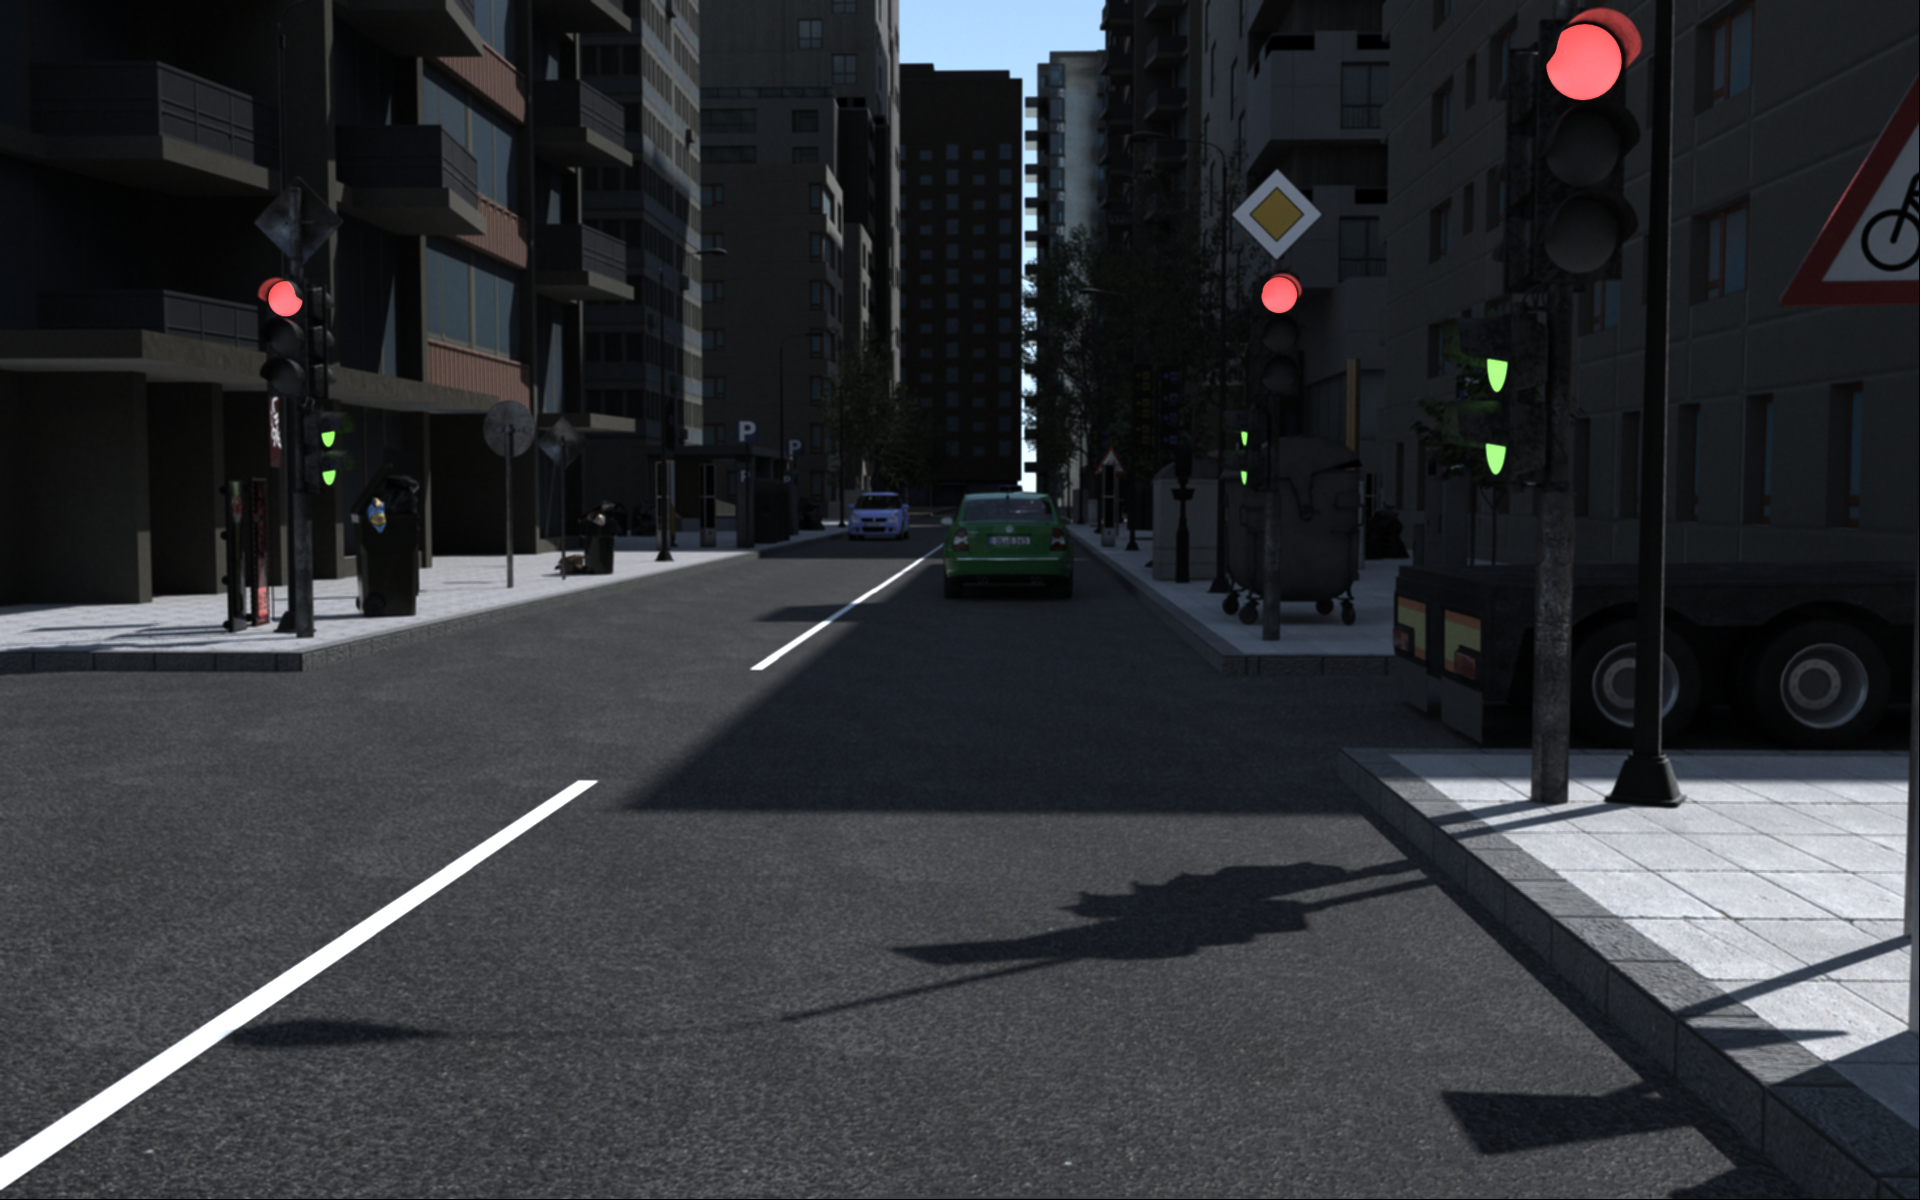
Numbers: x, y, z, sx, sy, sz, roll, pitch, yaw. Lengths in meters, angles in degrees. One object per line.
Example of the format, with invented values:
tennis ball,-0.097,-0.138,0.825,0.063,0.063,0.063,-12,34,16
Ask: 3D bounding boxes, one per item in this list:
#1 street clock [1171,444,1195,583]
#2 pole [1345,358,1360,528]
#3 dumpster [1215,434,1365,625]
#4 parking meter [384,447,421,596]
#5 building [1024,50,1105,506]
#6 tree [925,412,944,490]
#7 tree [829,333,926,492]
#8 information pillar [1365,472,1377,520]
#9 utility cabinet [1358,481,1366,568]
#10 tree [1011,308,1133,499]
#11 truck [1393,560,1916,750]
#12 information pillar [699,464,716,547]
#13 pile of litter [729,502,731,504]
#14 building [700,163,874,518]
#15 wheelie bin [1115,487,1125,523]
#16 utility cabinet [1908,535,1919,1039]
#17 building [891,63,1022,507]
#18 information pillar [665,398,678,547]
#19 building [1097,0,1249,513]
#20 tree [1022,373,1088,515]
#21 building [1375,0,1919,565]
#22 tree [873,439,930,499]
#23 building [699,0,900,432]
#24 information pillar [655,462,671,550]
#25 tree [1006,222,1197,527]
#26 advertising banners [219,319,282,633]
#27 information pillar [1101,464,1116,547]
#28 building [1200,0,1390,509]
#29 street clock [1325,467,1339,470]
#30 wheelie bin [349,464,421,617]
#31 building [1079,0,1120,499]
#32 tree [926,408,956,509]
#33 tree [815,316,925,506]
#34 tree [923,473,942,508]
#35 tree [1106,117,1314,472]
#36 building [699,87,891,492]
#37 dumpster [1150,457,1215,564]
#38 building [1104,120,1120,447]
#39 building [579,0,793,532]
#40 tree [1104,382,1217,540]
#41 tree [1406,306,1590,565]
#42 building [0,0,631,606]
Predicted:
street clock,3.222,-1.252,25.034,0.358,2.002,0.471,0,4,4
pole,5.930,-1.979,26.199,0.158,3.312,0.155,0,3,0
dumpster,3.367,-0.727,17.646,1.264,1.857,1.865,0,4,2
parking meter,-7.023,-0.986,21.828,0.399,1.863,0.255,-2,4,-31
building,22.208,-34.721,187.290,30.456,49.044,23.786,0,4,2
tree,-3.339,-9.843,111.294,4.737,8.622,4.395,0,3,0
tree,-4.048,-7.867,78.984,4.360,8.622,3.978,0,3,0
information pillar,13.997,-3.335,59.019,0.304,2.012,0.304,3,4,36
utility cabinet,6.338,-1.286,29.708,1.173,1.500,0.318,1,4,21
tree,6.015,-9.047,82.324,7.601,10.594,8.767,1,4,15
truck,12.279,-1.248,10.163,18.799,4.110,2.967,0,4,3
information pillar,-6.100,-2.287,41.883,0.304,2.012,0.304,-2,4,-31
pile of litter,-12.105,-4.589,89.000,1.176,0.858,1.719,0,4,-4
building,-20.299,-15.941,105.671,27.650,21.520,28.899,0,4,2
wheelie bin,6.805,-4.202,76.615,0.980,1.594,0.693,-3,4,-38
utility cabinet,2.351,0.463,3.599,0.306,1.237,1.020,0,4,7
building,-0.546,-32.635,183.699,14.200,45.320,14.600,0,4,2
information pillar,-7.053,-3.094,41.940,0.183,3.616,0.504,1,4,20
building,20.373,-27.989,112.245,22.147,44.769,28.867,0,4,2
tree,6.025,-9.437,104.654,4.737,8.622,4.395,0,3,0
building,24.465,-11.245,28.896,28.899,21.520,27.650,0,4,2
tree,-3.479,-7.081,99.493,4.285,4.588,4.351,0,3,0
building,-19.030,-34.229,148.884,27.495,52.752,28.713,0,4,2
information pillar,-6.773,-2.145,39.555,0.304,2.012,0.304,0,4,-2
tree,5.516,-8.675,67.584,9.928,11.665,9.643,0,3,0
advertising banners,-6.852,-1.264,16.851,0.090,3.025,2.074,0,4,-7
information pillar,3.617,-2.309,42.245,0.304,2.012,0.304,0,4,-5
building,24.775,-29.469,71.049,28.713,52.752,27.495,0,4,2
street clock,9.853,-2.537,46.044,0.471,2.002,0.358,-2,4,-28
wheelie bin,-6.070,-0.639,18.350,0.693,1.594,0.980,-2,4,-25
building,21.171,-43.607,151.227,20.563,71.187,20.611,0,4,2
tree,-2.466,-12.144,148.922,4.360,8.622,3.978,0,3,0
tree,-4.319,-7.471,72.513,4.737,8.622,4.395,0,3,0
tree,-2.352,-10.224,161.765,1.663,3.219,1.824,0,3,0
tree,4.767,-5.180,35.052,4.360,8.622,3.978,0,3,0
building,-12.567,-21.707,126.610,14.160,30.474,14.107,0,4,2
dumpster,3.782,-1.372,28.187,1.264,1.857,1.865,0,4,2
building,18.112,-22.208,134.797,14.160,30.474,14.107,0,4,2
building,-23.278,-22.904,66.366,32.217,40.220,23.993,0,4,2
tree,5.573,-3.981,48.798,4.285,4.588,4.351,0,3,0
tree,5.441,-1.433,18.038,1.663,3.219,1.824,0,3,0
building,-18.757,-23.062,31.688,22.147,44.769,28.867,0,4,2
